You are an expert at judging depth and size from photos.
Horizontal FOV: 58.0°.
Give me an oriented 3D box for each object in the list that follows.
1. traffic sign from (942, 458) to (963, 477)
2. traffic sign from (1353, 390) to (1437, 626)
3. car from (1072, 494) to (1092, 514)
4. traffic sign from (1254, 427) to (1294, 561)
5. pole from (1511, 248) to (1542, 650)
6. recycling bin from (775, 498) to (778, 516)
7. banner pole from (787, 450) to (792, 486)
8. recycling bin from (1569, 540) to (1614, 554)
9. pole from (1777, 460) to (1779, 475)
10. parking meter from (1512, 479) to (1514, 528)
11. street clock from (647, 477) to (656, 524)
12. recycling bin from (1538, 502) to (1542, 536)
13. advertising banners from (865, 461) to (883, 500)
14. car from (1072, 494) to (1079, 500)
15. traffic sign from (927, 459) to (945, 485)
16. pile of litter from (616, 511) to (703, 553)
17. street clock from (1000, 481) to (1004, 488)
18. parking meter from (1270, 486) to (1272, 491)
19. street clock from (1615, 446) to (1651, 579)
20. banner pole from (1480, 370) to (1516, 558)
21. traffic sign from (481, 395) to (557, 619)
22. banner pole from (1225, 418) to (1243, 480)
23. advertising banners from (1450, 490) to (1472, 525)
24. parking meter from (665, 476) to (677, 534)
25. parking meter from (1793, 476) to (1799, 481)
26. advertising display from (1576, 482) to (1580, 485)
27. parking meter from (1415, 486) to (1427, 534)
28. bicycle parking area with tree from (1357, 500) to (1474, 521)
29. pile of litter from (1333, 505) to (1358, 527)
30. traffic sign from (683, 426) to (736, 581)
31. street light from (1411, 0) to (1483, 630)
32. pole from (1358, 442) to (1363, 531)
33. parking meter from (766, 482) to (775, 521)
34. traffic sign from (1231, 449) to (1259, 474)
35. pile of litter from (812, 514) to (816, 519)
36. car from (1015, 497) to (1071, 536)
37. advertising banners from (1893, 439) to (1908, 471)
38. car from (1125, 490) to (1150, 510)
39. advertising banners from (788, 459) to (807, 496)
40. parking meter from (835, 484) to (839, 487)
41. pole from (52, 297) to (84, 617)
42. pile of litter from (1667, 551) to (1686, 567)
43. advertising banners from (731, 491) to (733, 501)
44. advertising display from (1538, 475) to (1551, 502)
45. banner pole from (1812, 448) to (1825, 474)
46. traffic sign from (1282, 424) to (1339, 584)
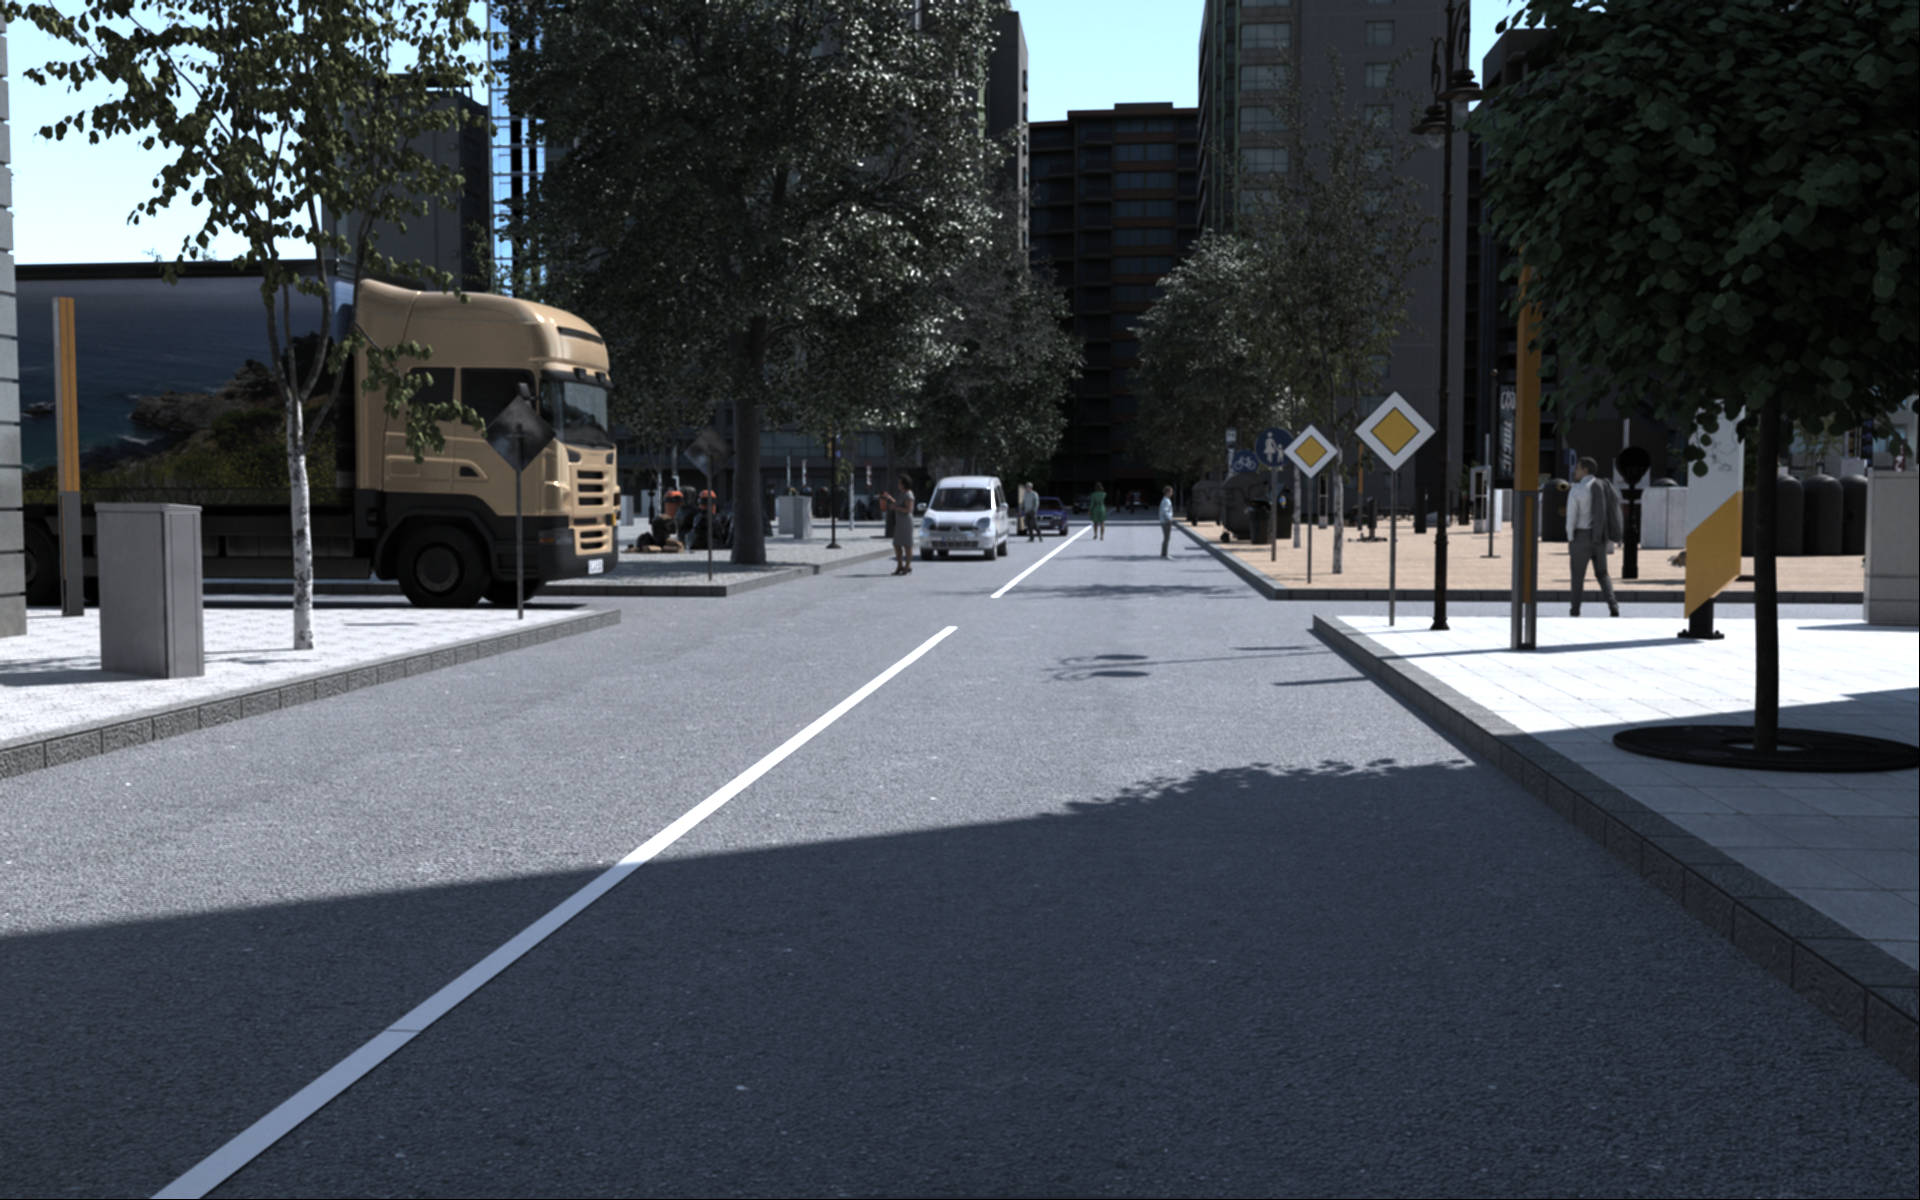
[{"bbox_3d":[-0.268,-3.729,61.069,0.768,2.556,0.104,1,4,12],"label":"traffic sign"},{"bbox_3d":[4.199,-0.804,16.792,0.795,2.450,0.064,0,4,6],"label":"traffic sign"},{"bbox_3d":[9.028,-6.981,123.923,2.009,1.686,4.222,0,4,7],"label":"car"},{"bbox_3d":[5.998,-2.015,33.044,0.768,2.556,0.104,1,4,13],"label":"traffic sign"},{"bbox_3d":[4.664,-1.248,14.242,0.158,3.312,0.155,0,3,0],"label":"pole"},{"bbox_3d":[-10.146,-5.328,99.672,0.722,1.027,0.722,-3,5,-40],"label":"recycling bin"},{"bbox_3d":[-9.696,-6.637,98.529,0.401,3.779,0.863,-1,4,-22],"label":"banner pole"},{"bbox_3d":[13.576,-1.509,37.227,0.722,1.027,0.722,0,4,-5],"label":"recycling bin"},{"bbox_3d":[23.044,-3.375,49.025,0.158,3.312,0.155,0,3,0],"label":"pole"},{"bbox_3d":[20.923,-3.631,65.076,0.255,1.863,0.399,3,4,36],"label":"parking meter"},{"bbox_3d":[-13.024,-4.193,73.122,0.358,2.002,0.471,-2,4,-34],"label":"street clock"},{"bbox_3d":[17.930,-2.525,53.830,0.722,1.027,0.722,3,5,43],"label":"recycling bin"},{"bbox_3d":[-4.303,-5.896,92.580,2.074,3.025,0.090,-3,5,-44],"label":"advertising banners"},{"bbox_3d":[10.261,-8.094,142.561,2.015,1.641,3.980,0,4,5],"label":"car"},{"bbox_3d":[-0.817,-3.853,63.099,0.768,2.556,0.104,1,4,11],"label":"traffic sign"},{"bbox_3d":[-6.517,-1.456,37.772,1.719,0.858,1.176,1,4,15],"label":"pile of litter"},{"bbox_3d":[2.203,-5.456,93.781,0.358,2.002,0.471,-1,4,-11],"label":"street clock"},{"bbox_3d":[9.244,-2.584,50.651,0.372,1.533,0.369,0,3,0],"label":"parking meter"},{"bbox_3d":[10.166,-1.325,26.226,0.471,2.002,0.358,0,4,7],"label":"street clock"},{"bbox_3d":[10.953,-2.754,35.047,0.863,3.779,0.401,-2,4,-25],"label":"banner pole"},{"bbox_3d":[-4.499,-0.859,17.683,0.795,2.450,0.064,0,4,6],"label":"traffic sign"},{"bbox_3d":[9.052,-4.103,57.093,0.863,3.779,0.401,-2,4,-30],"label":"banner pole"},{"bbox_3d":[20.027,-4.583,71.113,2.074,3.025,0.090,-1,4,-9],"label":"advertising banners"},{"bbox_3d":[-9.235,-3.040,55.422,0.399,1.863,0.255,-1,4,-8],"label":"parking meter"},{"bbox_3d":[27.673,-3.176,57.637,0.255,1.863,0.399,-1,4,-9],"label":"parking meter"},{"bbox_3d":[33.806,-5.495,95.063,0.974,1.923,0.123,2,4,34],"label":"advertising display"},{"bbox_3d":[15.003,-2.934,56.380,0.372,1.533,0.369,0,3,0],"label":"parking meter"},{"bbox_3d":[23.187,-6.017,85.385,9.016,4.147,8.231,2,4,25],"label":"bicycle parking area with tree"},{"bbox_3d":[15.192,-3.295,67.846,1.176,0.858,1.719,2,4,23],"label":"pile of litter"},{"bbox_3d":[-3.701,-1.345,25.628,0.795,2.450,0.064,0,4,6],"label":"traffic sign"},{"bbox_3d":[4.541,-2.656,16.209,0.468,5.910,1.993,0,4,6],"label":"street light"},{"bbox_3d":[14.056,-4.093,60.769,0.158,3.312,0.155,0,3,0],"label":"pole"},{"bbox_3d":[-9.097,-4.740,83.212,0.399,1.863,0.255,-3,5,-40],"label":"parking meter"},{"bbox_3d":[8.109,-3.012,49.357,0.768,2.556,0.104,0,4,8],"label":"traffic sign"},{"bbox_3d":[-8.163,-4.685,90.563,1.719,0.858,1.176,-1,4,-22],"label":"pile of litter"},{"bbox_3d":[2.903,-2.932,60.512,1.945,1.354,3.894,0,4,4],"label":"car"},{"bbox_3d":[29.548,-3.638,55.663,0.090,3.025,2.074,-1,4,-18],"label":"advertising banners"},{"bbox_3d":[16.322,-9.229,159.561,2.281,1.827,5.304,0,4,6],"label":"car"},{"bbox_3d":[-8.178,-5.571,87.273,0.090,3.025,2.074,-2,4,-32],"label":"advertising banners"},{"bbox_3d":[-7.143,-5.728,99.368,0.399,1.863,0.255,-1,4,-11],"label":"parking meter"},{"bbox_3d":[-9.314,-1.483,18.085,0.158,3.312,0.155,0,3,0],"label":"pole"},{"bbox_3d":[13.206,-1.037,30.917,1.719,0.858,1.176,-3,5,-42],"label":"pile of litter"},{"bbox_3d":[-9.470,-4.725,73.443,0.090,3.025,2.074,0,4,4],"label":"advertising banners"},{"bbox_3d":[20.040,-3.343,59.872,0.974,1.923,0.123,-2,4,-32],"label":"advertising display"},{"bbox_3d":[46.061,-6.306,93.127,0.401,3.779,0.863,-3,5,-42],"label":"banner pole"},{"bbox_3d":[4.997,-1.290,24.737,0.795,2.450,0.064,0,4,6],"label":"traffic sign"}]
